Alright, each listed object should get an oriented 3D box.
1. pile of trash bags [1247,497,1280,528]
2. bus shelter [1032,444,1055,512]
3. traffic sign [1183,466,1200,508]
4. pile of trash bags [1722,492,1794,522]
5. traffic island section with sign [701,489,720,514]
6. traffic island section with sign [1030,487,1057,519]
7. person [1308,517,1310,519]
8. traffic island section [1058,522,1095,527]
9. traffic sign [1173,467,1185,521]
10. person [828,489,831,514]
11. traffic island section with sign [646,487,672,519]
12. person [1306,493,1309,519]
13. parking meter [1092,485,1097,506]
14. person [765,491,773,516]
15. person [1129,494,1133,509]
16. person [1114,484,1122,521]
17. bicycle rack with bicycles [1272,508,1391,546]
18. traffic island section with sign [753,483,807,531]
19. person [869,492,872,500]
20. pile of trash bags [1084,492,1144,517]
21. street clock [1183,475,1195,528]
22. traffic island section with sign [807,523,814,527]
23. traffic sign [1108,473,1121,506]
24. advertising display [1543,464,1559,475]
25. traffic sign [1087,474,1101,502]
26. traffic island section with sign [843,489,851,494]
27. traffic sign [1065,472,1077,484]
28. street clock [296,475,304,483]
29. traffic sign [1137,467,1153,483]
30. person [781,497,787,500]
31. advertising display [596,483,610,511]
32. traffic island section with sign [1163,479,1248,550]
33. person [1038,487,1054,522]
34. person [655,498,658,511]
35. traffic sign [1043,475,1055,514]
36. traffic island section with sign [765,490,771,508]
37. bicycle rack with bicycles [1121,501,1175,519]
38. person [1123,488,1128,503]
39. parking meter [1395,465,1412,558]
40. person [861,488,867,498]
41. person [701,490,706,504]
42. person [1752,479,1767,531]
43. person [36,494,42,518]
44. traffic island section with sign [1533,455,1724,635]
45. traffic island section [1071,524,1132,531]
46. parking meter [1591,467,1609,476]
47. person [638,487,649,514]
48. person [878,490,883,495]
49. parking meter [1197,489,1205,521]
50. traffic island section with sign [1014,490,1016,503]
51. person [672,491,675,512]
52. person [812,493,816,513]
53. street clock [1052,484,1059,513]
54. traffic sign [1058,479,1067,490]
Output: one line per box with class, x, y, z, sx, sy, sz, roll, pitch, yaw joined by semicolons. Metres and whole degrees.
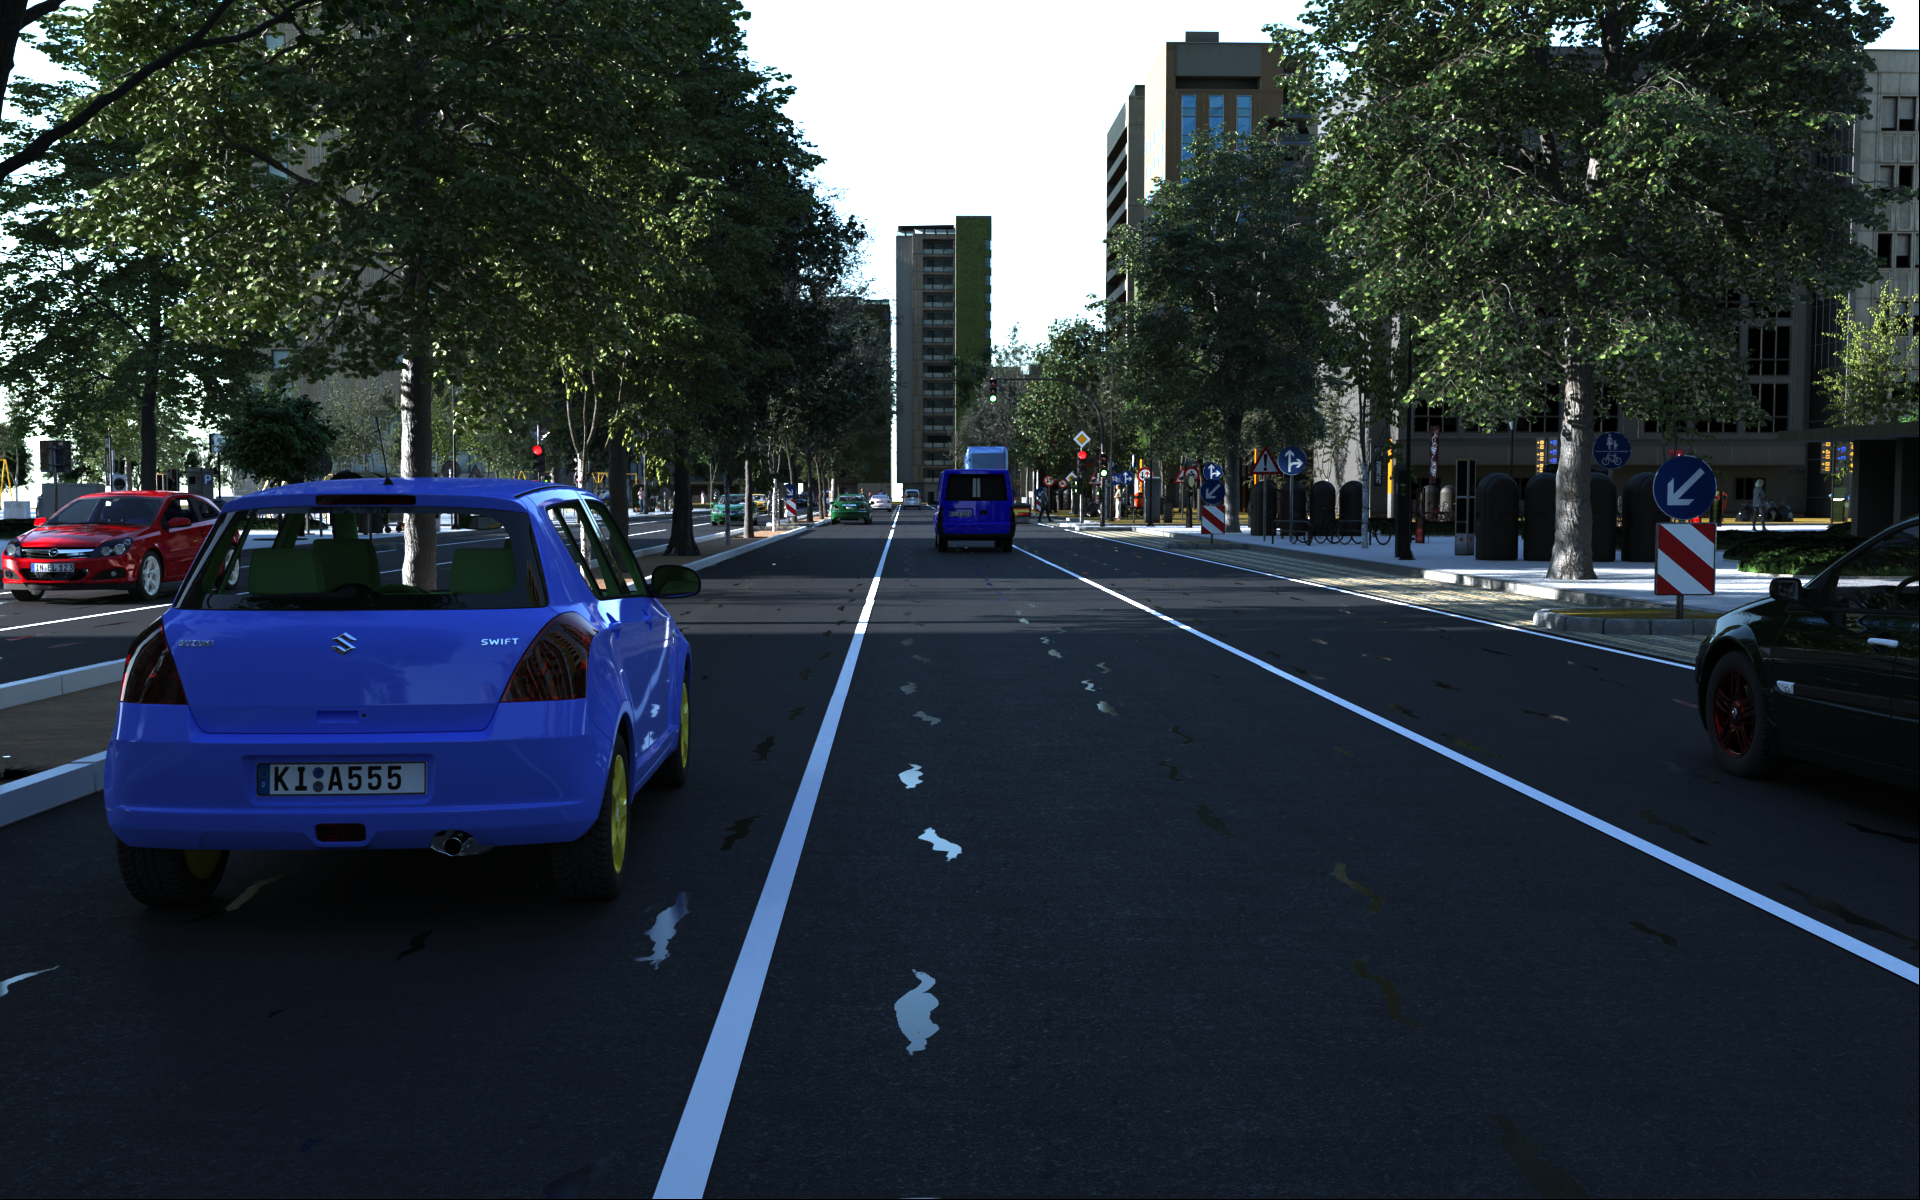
pile of trash bags;11.876;-3.429;65.818;1.912;1.369;3.447;0;4;8
bus shelter;6.301;-9.159;127.383;2.179;5.291;8.768;0;4;-2
traffic sign;10.697;-4.894;80.118;0.768;2.556;0.104;0;4;0
pile of trash bags;36.515;-4.297;80.009;3.447;1.369;1.912;0;4;-2
traffic island section with sign;-18.031;-7.297;127.932;1.989;1.847;2.006;0;4;-2
traffic island section with sign;4.577;-5.650;101.004;1.989;1.847;2.006;0;4;-2
person;16.625;-4.559;81.248;0.598;1.740;0.731;-1;4;-17
traffic island section;5.372;-3.302;76.275;2.009;0.180;2.903;0;4;-2
traffic sign;10.663;-5.076;82.989;0.884;2.594;0.081;0;4;1
person;-9.232;-7.105;124.569;0.836;1.842;0.656;-1;4;-17
traffic island section with sign;-17.157;-5.637;100.793;1.989;1.847;2.006;0;4;-2
person;14.440;-3.918;72.906;0.599;1.781;0.374;-1;4;-10
parking meter;7.922;-5.874;101.749;0.255;1.863;0.399;0;4;-3
person;-12.230;-6.273;111.270;0.583;1.804;0.606;2;4;27
person;13.577;-7.739;136.862;0.394;1.301;0.425;0;4;7
person;7.598;-4.702;83.464;0.362;1.759;0.519;0;4;-7
bicycle rack with bicycles;9.248;-1.886;44.224;2.852;0.926;2.925;-1;4;-19
traffic island section with sign;-7.178;-3.669;68.121;2.006;1.907;1.989;0;4;-2
person;-11.665;-13.188;225.041;0.530;1.710;0.541;-3;4;-38
pile of trash bags;8.686;-5.264;95.821;3.447;1.369;1.912;-2;4;-24
street clock;8.714;-3.747;65.829;0.358;2.002;0.471;3;5;42
traffic island section with sign;-7.408;-4.122;75.525;2.006;1.907;1.989;0;4;-2
traffic sign;9.170;-6.279;102.771;0.768;2.556;0.104;0;4;6
advertising display;12.958;-1.958;37.219;0.974;1.923;0.123;-1;4;-16
traffic sign;7.652;-6.031;98.607;0.884;2.594;0.081;0;4;5
traffic island section with sign;-9.843;-8.715;150.624;2.006;1.907;1.989;0;4;-2
traffic sign;6.593;-6.243;101.802;0.795;2.593;0.064;0;4;-2
street clock;-19.998;-2.933;52.522;0.358;2.002;0.471;-1;4;-21
traffic sign;8.703;-4.983;81.573;0.768;2.556;0.104;0;4;5
person;-14.936;-8.504;147.636;0.694;1.812;0.767;1;4;23
advertising display;-20.539;-5.785;99.793;0.974;1.923;0.123;-3;5;-45
traffic island section with sign;6.377;-2.247;45.359;1.989;1.847;2.006;0;4;-2
person;4.402;-4.877;88.630;0.834;1.777;0.661;1;4;13
person;-22.881;-7.281;130.110;0.382;1.210;0.505;-3;5;-44
traffic sign;5.876;-6.969;114.047;0.768;2.556;0.104;0;4;1
traffic island section with sign;-19.637;-10.343;177.737;1.989;1.847;2.006;0;4;-2
bicycle rack with bicycles;9.570;-4.689;90.050;2.925;0.926;2.852;1;4;14
person;13.288;-8.129;139.136;0.537;1.800;0.526;-3;5;-44
parking meter;8.981;-1.797;35.091;0.255;1.863;0.399;0;4;4
person;-5.635;-5.585;100.359;0.519;1.759;0.362;-1;4;-17
person;-31.750;-12.691;214.205;0.551;1.740;0.621;-2;4;-29
person;27.923;-3.316;60.437;0.526;1.800;0.537;0;4;-1
person;-28.083;-2.609;52.956;0.590;1.304;0.306;1;4;11
traffic island section with sign;7.251;-0.599;18.418;1.989;1.847;2.006;0;4;-2
traffic island section;5.630;-2.814;68.294;2.009;0.180;2.903;0;4;-2
parking meter;13.581;-1.904;36.840;0.255;1.863;0.399;-1;4;-10
person;-20.390;-6.414;111.507;0.643;1.750;0.593;1;4;14
person;-7.187;-9.252;159.645;0.709;1.838;0.599;2;4;32
parking meter;11.530;-4.558;82.927;0.372;1.533;0.369;0;3;0
traffic island section with sign;3.689;-7.323;128.365;1.989;1.847;2.006;0;4;-2
person;-20.366;-7.231;124.367;0.767;1.812;0.694;2;4;32
person;-11.217;-7.533;131.689;0.620;1.820;0.660;0;4;3
street clock;6.646;-7.092;120.523;0.471;2.002;0.358;2;4;25
traffic sign;8.687;-8.981;146.947;0.768;2.556;0.104;0;4;-1
